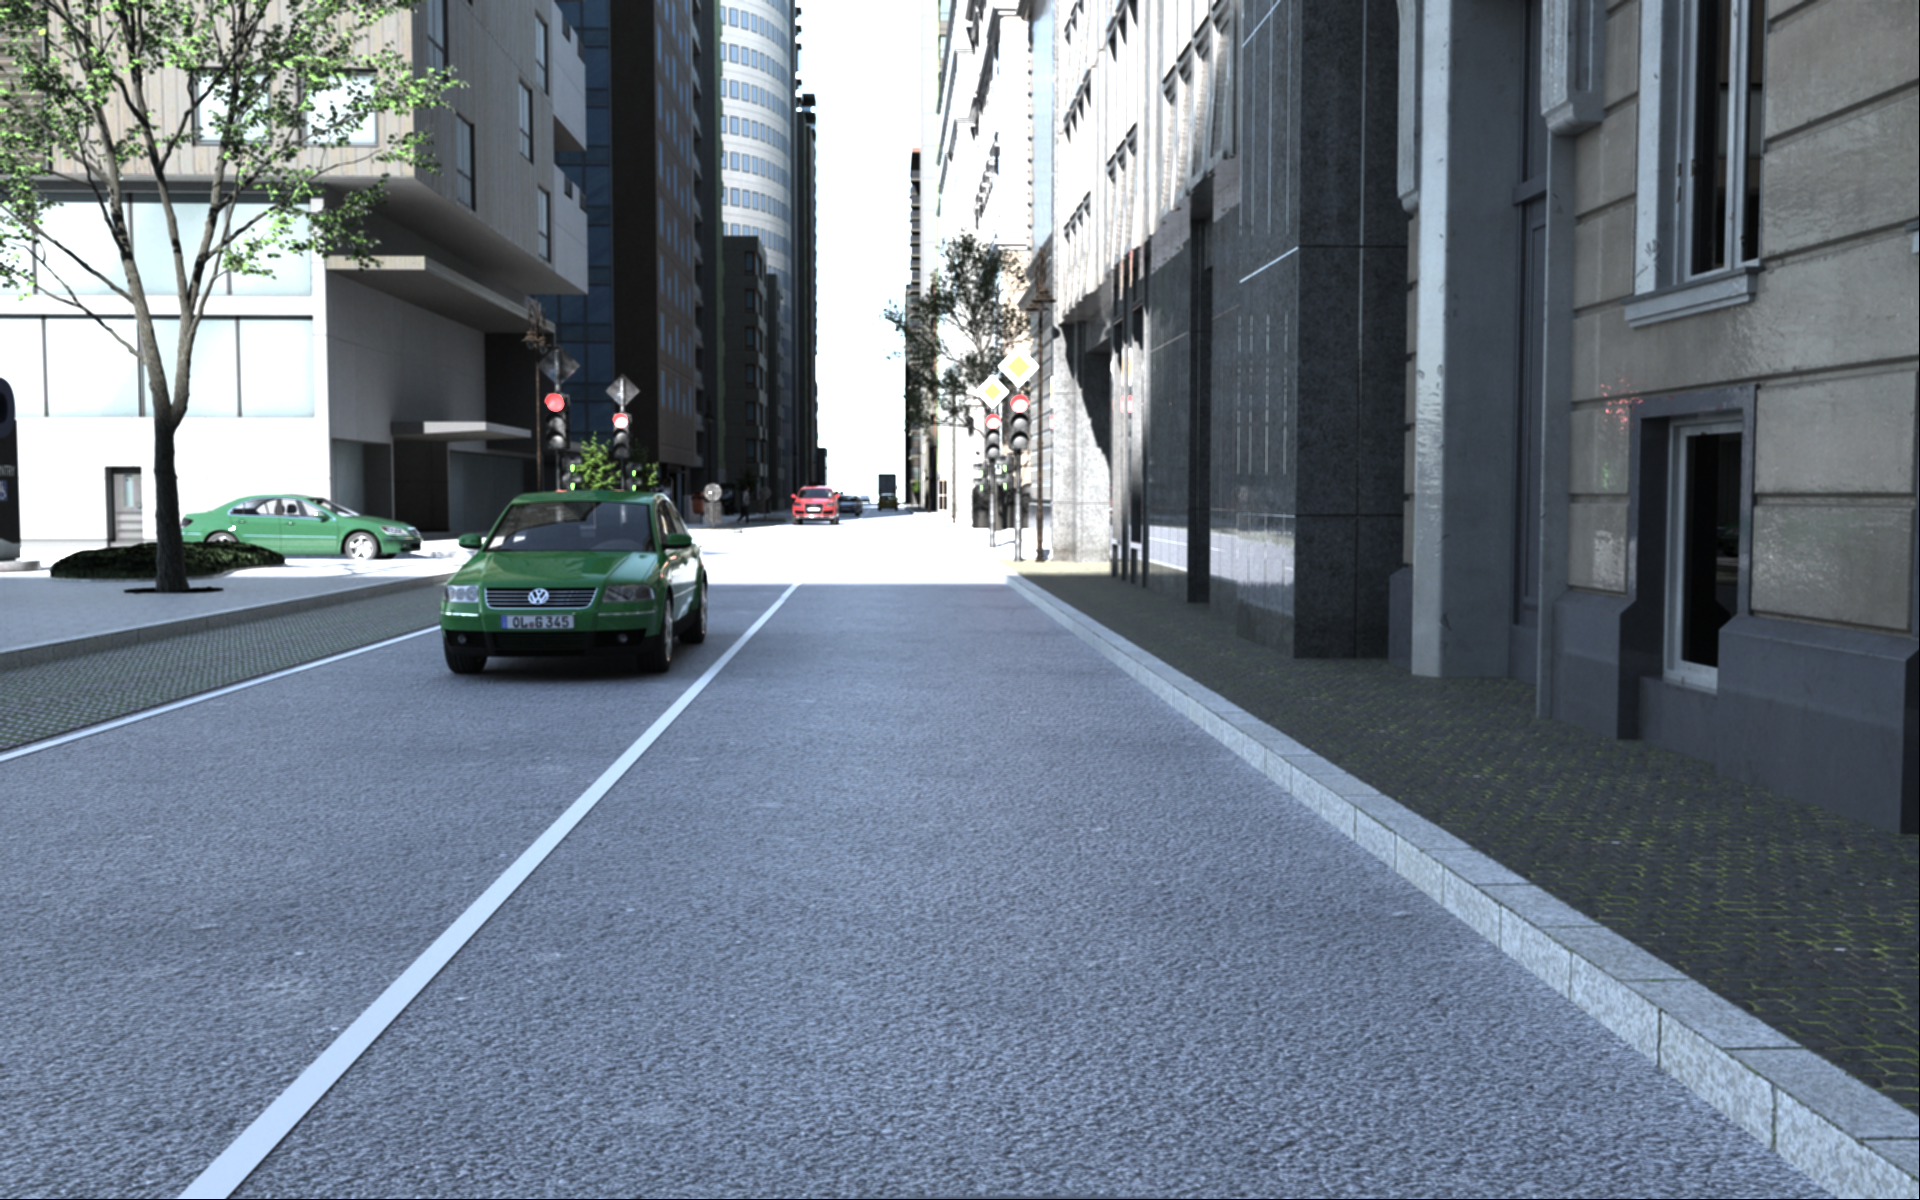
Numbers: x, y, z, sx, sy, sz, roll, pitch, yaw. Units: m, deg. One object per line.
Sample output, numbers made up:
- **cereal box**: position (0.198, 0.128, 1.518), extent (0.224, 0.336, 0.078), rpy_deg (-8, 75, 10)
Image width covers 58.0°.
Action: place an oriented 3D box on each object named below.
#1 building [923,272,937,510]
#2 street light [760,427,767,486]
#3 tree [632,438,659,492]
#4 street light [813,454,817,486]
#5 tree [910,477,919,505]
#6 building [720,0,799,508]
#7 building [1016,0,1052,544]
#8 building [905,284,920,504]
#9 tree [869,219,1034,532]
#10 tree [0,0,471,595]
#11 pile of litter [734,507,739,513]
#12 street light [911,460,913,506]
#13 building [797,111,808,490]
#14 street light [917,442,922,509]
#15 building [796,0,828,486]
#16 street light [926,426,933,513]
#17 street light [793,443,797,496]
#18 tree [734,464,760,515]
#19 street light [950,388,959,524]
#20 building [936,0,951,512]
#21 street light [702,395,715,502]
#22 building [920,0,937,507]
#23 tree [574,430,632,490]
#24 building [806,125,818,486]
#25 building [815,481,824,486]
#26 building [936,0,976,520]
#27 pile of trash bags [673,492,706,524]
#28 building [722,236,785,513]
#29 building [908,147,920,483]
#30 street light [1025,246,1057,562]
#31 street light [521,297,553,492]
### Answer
- **building**: position (10.953, -18.643, 149.859), extent (27.650, 21.520, 28.899), rpy_deg (0, 4, -2)
- **street light**: position (-13.253, -8.829, 117.139), extent (0.468, 5.910, 1.993), rpy_deg (0, 4, -2)
- **tree**: position (-11.101, -3.938, 58.987), extent (1.663, 3.219, 1.824), rpy_deg (0, 3, 0)
- **street light**: position (-16.791, -13.910, 200.209), extent (0.468, 5.910, 1.993), rpy_deg (0, 4, -2)
- **tree**: position (-5.025, -12.576, 200.214), extent (1.663, 3.219, 1.824), rpy_deg (0, 3, 0)
- **building**: position (-26.030, -37.647, 157.529), extent (21.231, 58.520, 28.212), rpy_deg (0, 4, -2)
- **building**: position (11.446, -13.276, 45.944), extent (19.941, 23.489, 11.050), rpy_deg (0, 4, -2)
- **building**: position (-0.597, -28.522, 238.036), extent (14.160, 30.474, 14.107), rpy_deg (0, 4, -2)
- **tree**: position (0.966, -7.636, 59.253), extent (7.601, 10.594, 8.767), rpy_deg (1, 4, 22)
- **tree**: position (-10.348, -5.916, 22.480), extent (9.928, 11.665, 9.643), rpy_deg (0, 3, 0)
- **pile of litter**: position (-15.317, -6.131, 114.212), extent (1.719, 0.858, 1.176), rpy_deg (-2, 4, -24)
- **street light**: position (-5.323, -13.415, 192.119), extent (0.468, 5.910, 1.993), rpy_deg (0, 4, -2)
- **building**: position (-23.178, -30.319, 179.309), extent (14.154, 41.232, 14.086), rpy_deg (0, 4, -2)
- **street light**: position (-3.574, -10.964, 152.054), extent (0.468, 5.910, 1.993), rpy_deg (0, 4, -2)
- **building**: position (-30.322, -57.398, 251.132), extent (22.319, 86.520, 31.000), rpy_deg (0, 4, -2)
- **street light**: position (-2.059, -8.726, 115.453), extent (0.468, 5.910, 1.993), rpy_deg (0, 4, -2)
- **street light**: position (-14.930, -11.280, 157.208), extent (0.468, 5.910, 1.993), rpy_deg (0, 4, -2)
- **tree**: position (-13.377, -7.003, 109.107), extent (1.663, 3.219, 1.824), rpy_deg (0, 3, 0)
- **street light**: position (-0.256, -6.273, 75.351), extent (0.468, 5.910, 1.993), rpy_deg (0, 4, -2)
- **building**: position (5.248, -27.106, 126.773), extent (14.154, 41.232, 14.086), rpy_deg (0, 4, -2)
- **street light**: position (-11.709, -6.615, 80.942), extent (0.468, 5.910, 1.993), rpy_deg (0, 4, -2)
- **building**: position (6.396, -38.870, 177.522), extent (21.231, 58.520, 28.212), rpy_deg (0, 4, -2)
- **tree**: position (-10.912, -3.530, 52.318), extent (1.663, 3.219, 1.824), rpy_deg (0, 3, 0)
- **building**: position (-24.283, -33.965, 205.432), extent (14.600, 45.320, 14.200), rpy_deg (0, 4, -2)
- **building**: position (-34.076, -32.560, 224.244), extent (32.217, 40.220, 23.993), rpy_deg (0, 4, -2)
- **building**: position (4.622, -19.751, 100.424), extent (11.434, 29.767, 29.804), rpy_deg (0, 4, -2)
- **pile of trash bags**: position (-12.412, -3.906, 73.617), extent (3.447, 1.369, 1.912), rpy_deg (1, 4, 13)
- **building**: position (-27.943, -17.432, 130.047), extent (27.650, 21.520, 28.899), rpy_deg (0, 4, -2)
- **building**: position (4.740, -34.332, 215.952), extent (22.147, 44.769, 28.867), rpy_deg (0, 4, -2)
- **street light**: position (1.508, -3.656, 32.563), extent (0.468, 5.910, 1.993), rpy_deg (0, 4, -2)
- **street light**: position (-9.947, -4.164, 40.877), extent (0.468, 5.910, 1.993), rpy_deg (0, 4, -2)
